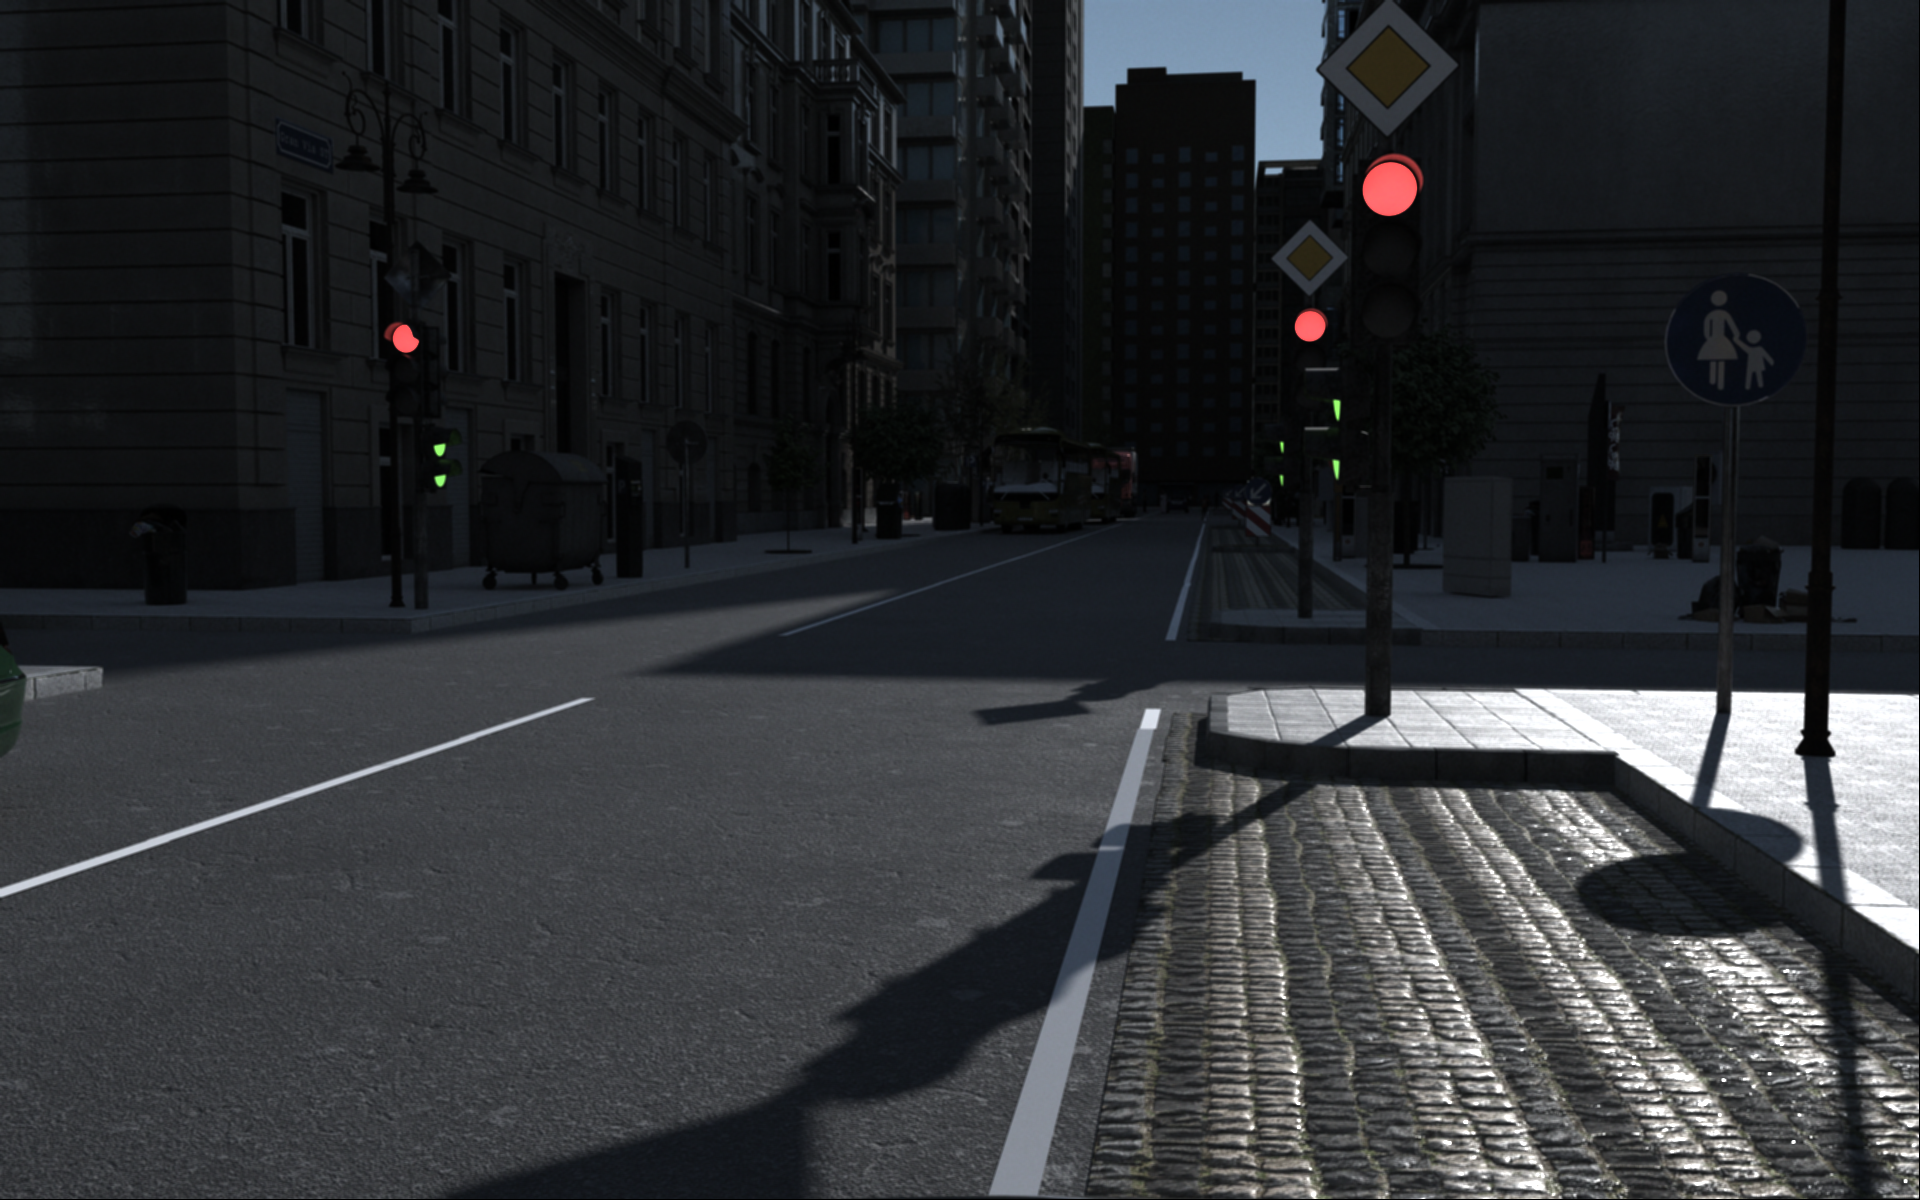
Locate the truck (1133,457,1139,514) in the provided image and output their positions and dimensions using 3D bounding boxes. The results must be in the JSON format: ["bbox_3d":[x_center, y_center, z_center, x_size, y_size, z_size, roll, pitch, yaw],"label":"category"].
[{"bbox_3d":[11.314,-8.212,123.187,2.839,4.237,11.283,0,4,7],"label":"truck"}]

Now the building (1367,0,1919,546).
[{"bbox_3d":[20.420,-12.971,53.873,13.314,21.916,24.055,1,4,8],"label":"building"}]

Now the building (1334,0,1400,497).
[{"bbox_3d":[23.928,-17.174,78.064,12.463,27.353,25.104,1,4,8],"label":"building"}]

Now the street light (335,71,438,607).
[{"bbox_3d":[-6.408,-2.859,19.539,0.468,5.910,1.993,1,4,8],"label":"street light"}]

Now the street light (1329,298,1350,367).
[{"bbox_3d":[9.025,-4.177,41.082,0.468,5.910,1.993,1,4,8],"label":"street light"}]

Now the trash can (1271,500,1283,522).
[{"bbox_3d":[14.820,-4.236,80.904,0.748,1.137,0.748,0,3,0],"label":"trash can"}]

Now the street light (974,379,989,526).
[{"bbox_3d":[0.870,-5.931,69.761,0.468,5.910,1.993,1,4,8],"label":"street light"}]

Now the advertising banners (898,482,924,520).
[{"bbox_3d":[-2.611,-5.468,85.589,2.074,3.025,0.090,3,5,40],"label":"advertising banners"}]

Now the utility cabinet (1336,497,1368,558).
[{"bbox_3d":[8.086,-1.452,34.895,1.020,1.237,0.306,0,4,7],"label":"utility cabinet"}]

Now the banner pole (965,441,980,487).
[{"bbox_3d":[0.508,-5.448,79.086,0.863,3.779,0.401,0,4,6],"label":"banner pole"}]

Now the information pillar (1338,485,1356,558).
[{"bbox_3d":[7.728,-1.840,34.584,0.304,2.012,0.304,0,4,3],"label":"information pillar"}]

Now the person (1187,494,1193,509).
[{"bbox_3d":[20.865,-8.879,156.867,0.799,1.438,0.628,2,4,28],"label":"person"}]

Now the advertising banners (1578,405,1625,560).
[{"bbox_3d":[12.221,-2.304,33.857,2.074,3.025,0.090,-2,4,-26],"label":"advertising banners"}]

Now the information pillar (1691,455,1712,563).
[{"bbox_3d":[13.923,-1.714,32.514,0.304,2.012,0.304,1,4,20],"label":"information pillar"}]

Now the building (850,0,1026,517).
[{"bbox_3d":[-7.717,-30.005,110.192,23.786,49.044,30.456,1,4,8],"label":"building"}]

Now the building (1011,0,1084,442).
[{"bbox_3d":[0.263,-43.932,156.545,20.611,71.187,20.563,1,4,8],"label":"building"}]

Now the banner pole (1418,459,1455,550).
[{"bbox_3d":[10.951,-3.043,39.769,0.863,3.779,0.401,1,4,15],"label":"banner pole"}]

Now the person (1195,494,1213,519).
[{"bbox_3d":[13.794,-5.257,97.718,1.065,1.426,0.557,2,4,24],"label":"person"}]

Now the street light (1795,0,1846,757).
[{"bbox_3d":[4.222,-2.176,8.371,0.468,5.910,1.993,1,4,8],"label":"street light"}]

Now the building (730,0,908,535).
[{"bbox_3d":[-10.433,-15.029,64.805,14.460,24.649,34.723,1,4,8],"label":"building"}]

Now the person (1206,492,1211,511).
[{"bbox_3d":[20.841,-8.288,145.481,0.415,1.643,0.593,0,4,8],"label":"person"}]

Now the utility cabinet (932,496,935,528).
[{"bbox_3d":[-0.532,-3.359,66.075,1.020,1.237,0.306,1,4,22],"label":"utility cabinet"}]

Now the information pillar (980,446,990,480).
[{"bbox_3d":[1.236,-5.658,83.870,0.504,3.616,0.183,1,4,17],"label":"information pillar"}]

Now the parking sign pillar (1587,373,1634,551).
[{"bbox_3d":[14.584,-3.113,39.371,1.447,3.967,1.447,1,4,11],"label":"parking sign pillar"}]

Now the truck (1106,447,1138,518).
[{"bbox_3d":[9.466,-7.168,106.111,2.839,4.237,11.283,0,4,8],"label":"truck"}]

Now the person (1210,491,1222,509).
[{"bbox_3d":[23.661,-9.233,159.982,1.217,1.766,0.721,-2,4,-26],"label":"person"}]

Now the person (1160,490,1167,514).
[{"bbox_3d":[14.710,-7.107,125.375,0.551,1.740,0.621,0,4,-7],"label":"person"}]

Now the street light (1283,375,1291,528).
[{"bbox_3d":[12.586,-5.714,66.204,0.468,5.910,1.993,1,4,8],"label":"street light"}]

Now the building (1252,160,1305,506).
[{"bbox_3d":[44.067,-30.488,190.359,23.993,40.220,32.217,1,4,8],"label":"building"}]

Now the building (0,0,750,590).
[{"bbox_3d":[-13.374,-14.539,34.979,12.463,27.353,25.104,1,4,8],"label":"building"}]

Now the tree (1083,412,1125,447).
[{"bbox_3d":[12.795,-12.363,152.501,4.737,8.622,4.395,0,3,0],"label":"tree"}]

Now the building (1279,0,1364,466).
[{"bbox_3d":[36.543,-50.067,131.262,22.319,86.520,31.000,1,4,8],"label":"building"}]

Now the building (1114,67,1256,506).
[{"bbox_3d":[24.012,-32.716,185.015,14.200,45.320,14.600,1,4,8],"label":"building"}]

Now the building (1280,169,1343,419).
[{"bbox_3d":[35.905,-23.493,155.815,14.160,30.474,14.107,1,4,8],"label":"building"}]

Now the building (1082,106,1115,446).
[{"bbox_3d":[9.964,-30.778,186.812,14.086,41.232,14.154,1,4,8],"label":"building"}]

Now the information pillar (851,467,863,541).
[{"bbox_3d":[-2.842,-2.647,47.775,0.304,2.012,0.304,0,4,-2],"label":"information pillar"}]

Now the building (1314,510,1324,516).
[{"bbox_3d":[38.010,-25.244,104.617,32.217,40.220,23.993,1,4,8],"label":"building"}]

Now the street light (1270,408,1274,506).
[{"bbox_3d":[16.420,-7.248,91.286,0.468,5.910,1.993,1,4,8],"label":"street light"}]

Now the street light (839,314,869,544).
[{"bbox_3d":[-2.721,-4.395,44.643,0.468,5.910,1.993,1,4,8],"label":"street light"}]

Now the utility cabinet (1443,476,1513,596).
[{"bbox_3d":[6.550,-0.809,21.914,0.318,1.500,1.173,-1,4,-13],"label":"utility cabinet"}]

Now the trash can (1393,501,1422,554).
[{"bbox_3d":[9.561,-1.570,37.322,0.748,1.137,0.748,0,3,0],"label":"trash can"}]

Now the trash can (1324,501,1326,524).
[{"bbox_3d":[15.019,-3.569,70.004,0.748,1.137,0.748,0,3,0],"label":"trash can"}]

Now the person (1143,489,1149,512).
[{"bbox_3d":[14.613,-7.832,136.555,0.705,1.823,1.348,2,4,23],"label":"person"}]
